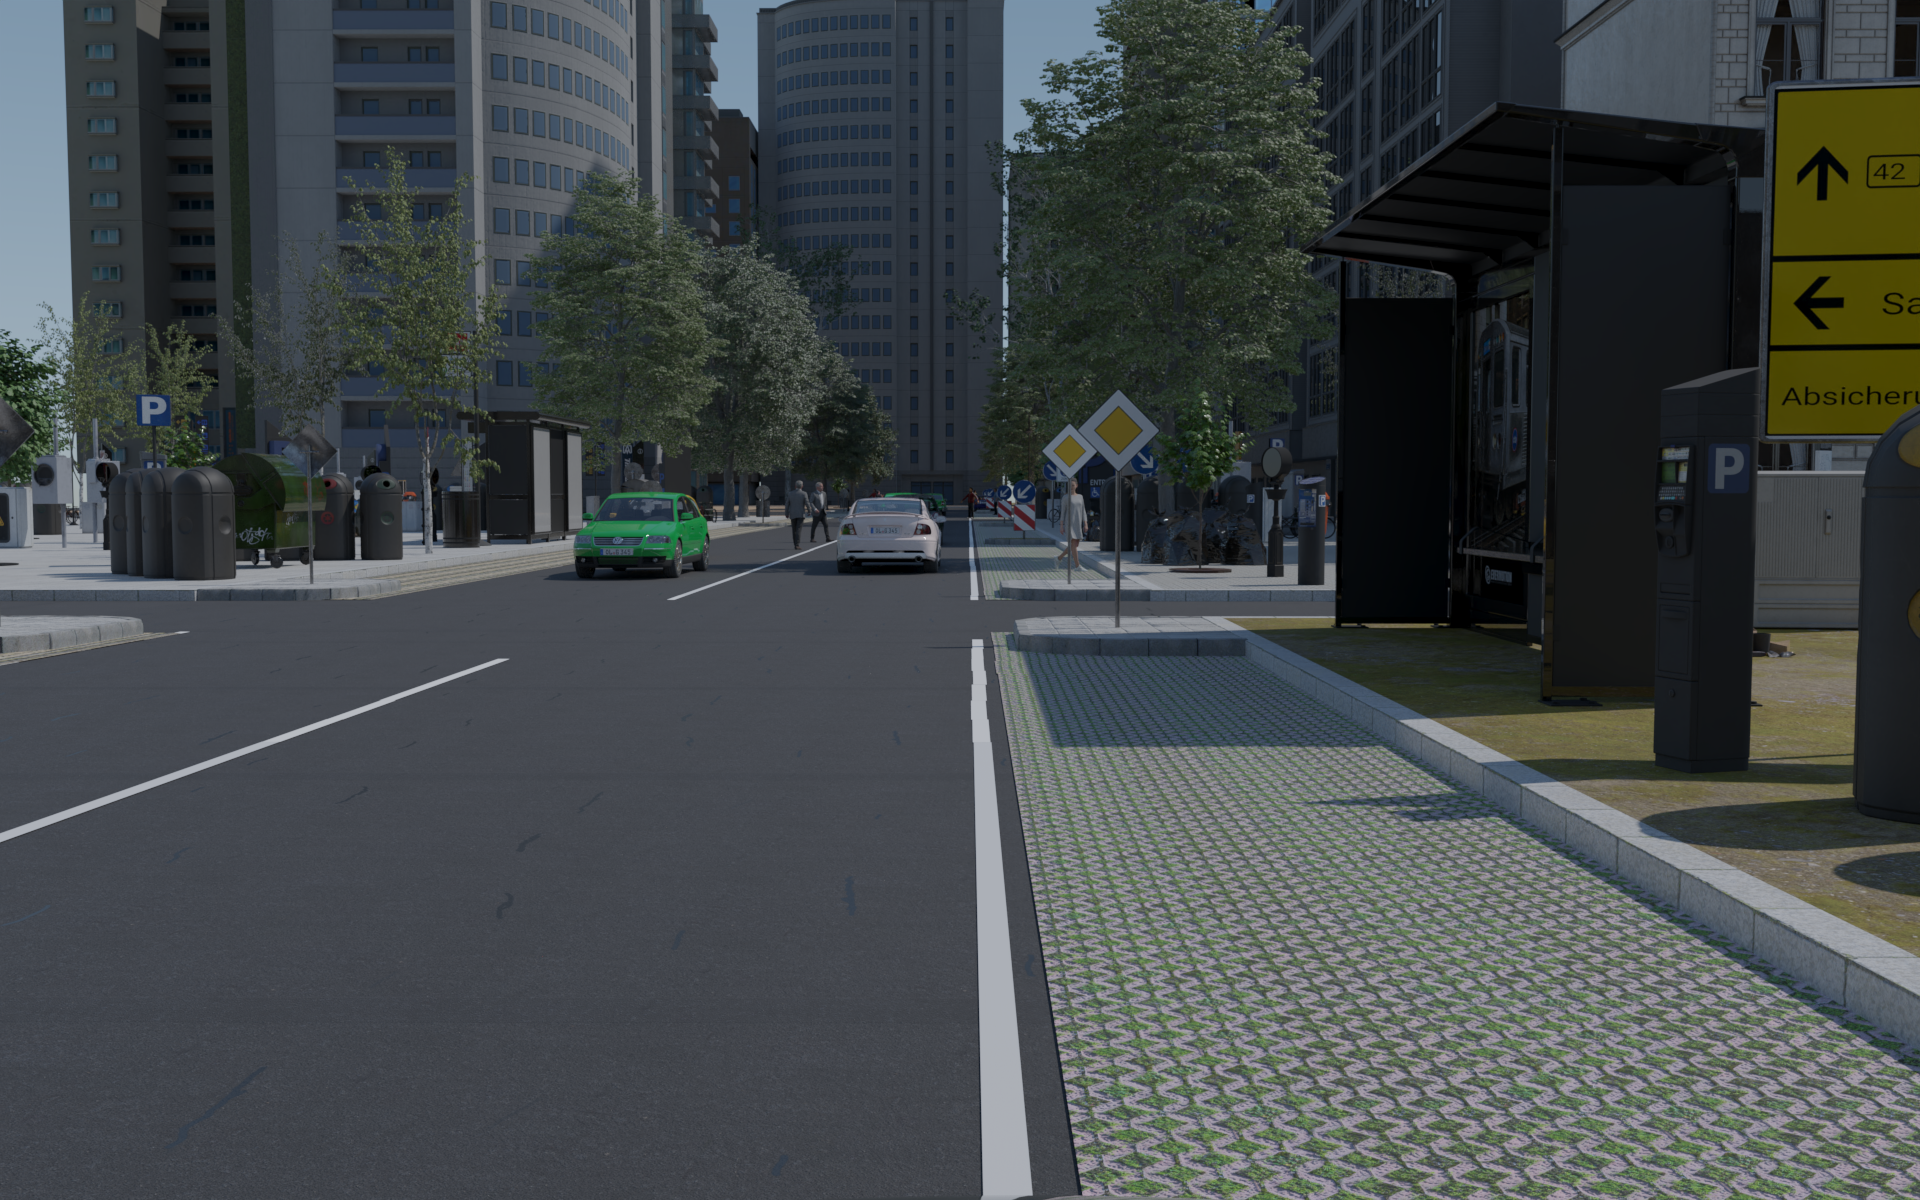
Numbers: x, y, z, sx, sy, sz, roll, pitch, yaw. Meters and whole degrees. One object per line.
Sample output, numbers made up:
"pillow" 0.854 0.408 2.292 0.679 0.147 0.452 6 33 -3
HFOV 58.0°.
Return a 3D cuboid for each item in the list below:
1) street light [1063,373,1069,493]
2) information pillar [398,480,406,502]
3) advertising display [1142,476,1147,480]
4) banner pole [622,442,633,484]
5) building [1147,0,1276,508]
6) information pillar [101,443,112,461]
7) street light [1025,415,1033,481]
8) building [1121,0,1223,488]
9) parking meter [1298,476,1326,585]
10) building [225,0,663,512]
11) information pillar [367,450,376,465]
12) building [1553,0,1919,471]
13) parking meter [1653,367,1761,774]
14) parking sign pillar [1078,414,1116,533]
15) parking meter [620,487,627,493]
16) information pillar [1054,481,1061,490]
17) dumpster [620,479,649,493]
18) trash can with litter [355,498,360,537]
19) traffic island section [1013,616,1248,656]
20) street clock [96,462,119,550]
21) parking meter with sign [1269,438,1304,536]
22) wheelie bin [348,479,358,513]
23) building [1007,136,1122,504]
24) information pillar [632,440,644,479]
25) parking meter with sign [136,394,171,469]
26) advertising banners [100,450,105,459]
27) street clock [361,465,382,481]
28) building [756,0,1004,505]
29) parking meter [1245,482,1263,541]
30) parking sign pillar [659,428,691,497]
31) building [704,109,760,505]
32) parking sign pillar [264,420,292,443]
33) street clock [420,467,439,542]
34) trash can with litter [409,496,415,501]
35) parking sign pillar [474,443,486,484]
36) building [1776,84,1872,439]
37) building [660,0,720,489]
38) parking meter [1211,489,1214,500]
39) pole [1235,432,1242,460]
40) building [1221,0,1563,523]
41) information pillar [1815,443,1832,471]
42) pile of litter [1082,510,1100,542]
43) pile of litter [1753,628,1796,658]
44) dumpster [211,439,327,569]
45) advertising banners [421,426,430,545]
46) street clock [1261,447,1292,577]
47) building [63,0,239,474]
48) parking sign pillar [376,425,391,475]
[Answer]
"street light" 3.769 -5.367 60.532 0.468 5.910 1.993 0 4 0
"information pillar" -30.075 -5.438 93.411 0.304 2.012 0.304 0 4 6
"advertising display" 6.617 -3.305 59.245 0.123 1.923 0.974 -3 5 -43
"banner pole" -14.196 -5.086 73.171 0.863 3.779 0.401 -1 4 -9
"building" 26.522 -49.730 125.758 22.319 86.520 31.000 0 4 0
"information pillar" -39.544 -5.441 80.310 0.183 3.616 0.504 2 4 32
"street light" 3.954 -7.739 99.314 0.468 5.910 1.993 0 4 0
"building" 25.885 -32.383 153.172 21.300 48.544 21.600 0 4 0
"parking meter" 4.965 -0.981 24.449 0.372 1.533 0.369 0 3 0
"building" -32.558 -34.964 113.663 21.231 58.520 28.212 0 4 0
"information pillar" -31.029 -6.121 91.425 0.504 3.616 0.183 1 4 17
"building" 24.478 -10.744 40.288 19.286 19.102 10.561 0 4 0
"parking meter" 3.457 -0.143 8.046 0.399 1.863 0.255 -1 4 -16
"parking sign pillar" 4.597 -4.239 57.775 1.447 3.967 1.447 2 4 30
"parking meter" -12.514 -3.412 64.204 0.372 1.533 0.369 0 3 0
"information pillar" 5.393 -5.549 95.214 0.304 2.012 0.304 -3 5 -40
"dumpster" -12.474 -3.770 67.392 1.264 1.857 1.865 0 4 0
"trash can with litter" -17.789 -2.424 51.024 0.624 1.170 1.055 1 4 20
"traffic island section" 1.534 0.344 16.659 2.009 0.180 2.903 0 4 0
"street clock" -19.438 -2.138 39.518 0.471 2.002 0.358 1 4 22
"parking meter with sign" 10.247 -3.498 53.454 0.543 3.016 1.738 -2 4 -25
"wheelie bin" -13.303 -1.765 36.772 0.980 1.594 0.693 -2 4 -25
"building" 12.592 -31.637 200.855 14.086 41.232 14.154 0 4 0
"information pillar" -13.430 -4.958 72.426 0.504 3.616 0.183 0 4 -6
"parking meter with sign" -14.484 -2.137 31.194 0.543 3.016 1.738 -2 4 -24
"advertising banners" -33.596 -4.425 68.539 2.074 3.025 0.090 3 5 43
"street clock" -14.594 -2.350 42.998 0.471 2.002 0.358 -3 4 -36
"building" -9.121 -40.471 203.694 28.212 58.520 21.231 0 4 0
"parking meter" 6.020 -1.658 35.515 0.372 1.533 0.369 0 3 0
"parking sign pillar" -11.634 -5.030 70.718 1.447 3.967 1.447 -3 5 -44
"building" -30.606 -33.717 201.384 14.200 45.320 14.600 0 4 0
"parking sign pillar" -24.740 -4.587 63.466 1.447 3.967 1.447 2 4 35
"street clock" -14.177 -2.565 46.500 0.358 2.002 0.471 0 4 8
"trash can with litter" -22.174 -3.601 69.931 1.678 1.210 2.233 -2 4 -26
"parking sign pillar" -19.372 -5.077 71.484 1.447 3.967 1.447 -1 4 -10
"building" 65.436 -32.371 152.959 21.600 48.544 21.300 0 4 0
"building" -37.028 -32.570 152.130 30.456 49.044 23.786 0 4 0
"parking meter" 12.879 -4.939 89.158 0.372 1.533 0.369 0 3 0
"pole" 9.076 -3.835 56.540 0.158 3.312 0.155 0 3 0
"building" 21.757 -17.943 86.871 14.314 27.812 24.014 0 4 0
"information pillar" 16.484 -2.552 33.088 0.504 3.616 0.183 -3 4 -37
"pile of litter" 3.840 -2.017 46.949 1.176 0.858 1.719 0 4 -3
"pile of litter" 6.074 -0.023 14.340 1.176 0.858 1.719 -1 4 -14
"dumpster" -12.244 -1.712 30.483 1.502 2.255 1.985 0 4 0
"advertising banners" -13.600 -2.932 44.118 0.090 3.025 2.074 -1 4 -12
"street clock" 4.881 -1.356 26.746 0.358 2.002 0.471 -2 4 -32
"building" -63.050 -32.398 153.405 21.600 48.544 21.300 0 4 0
"parking sign pillar" -22.194 -4.788 66.757 1.447 3.967 1.447 -1 4 -22
